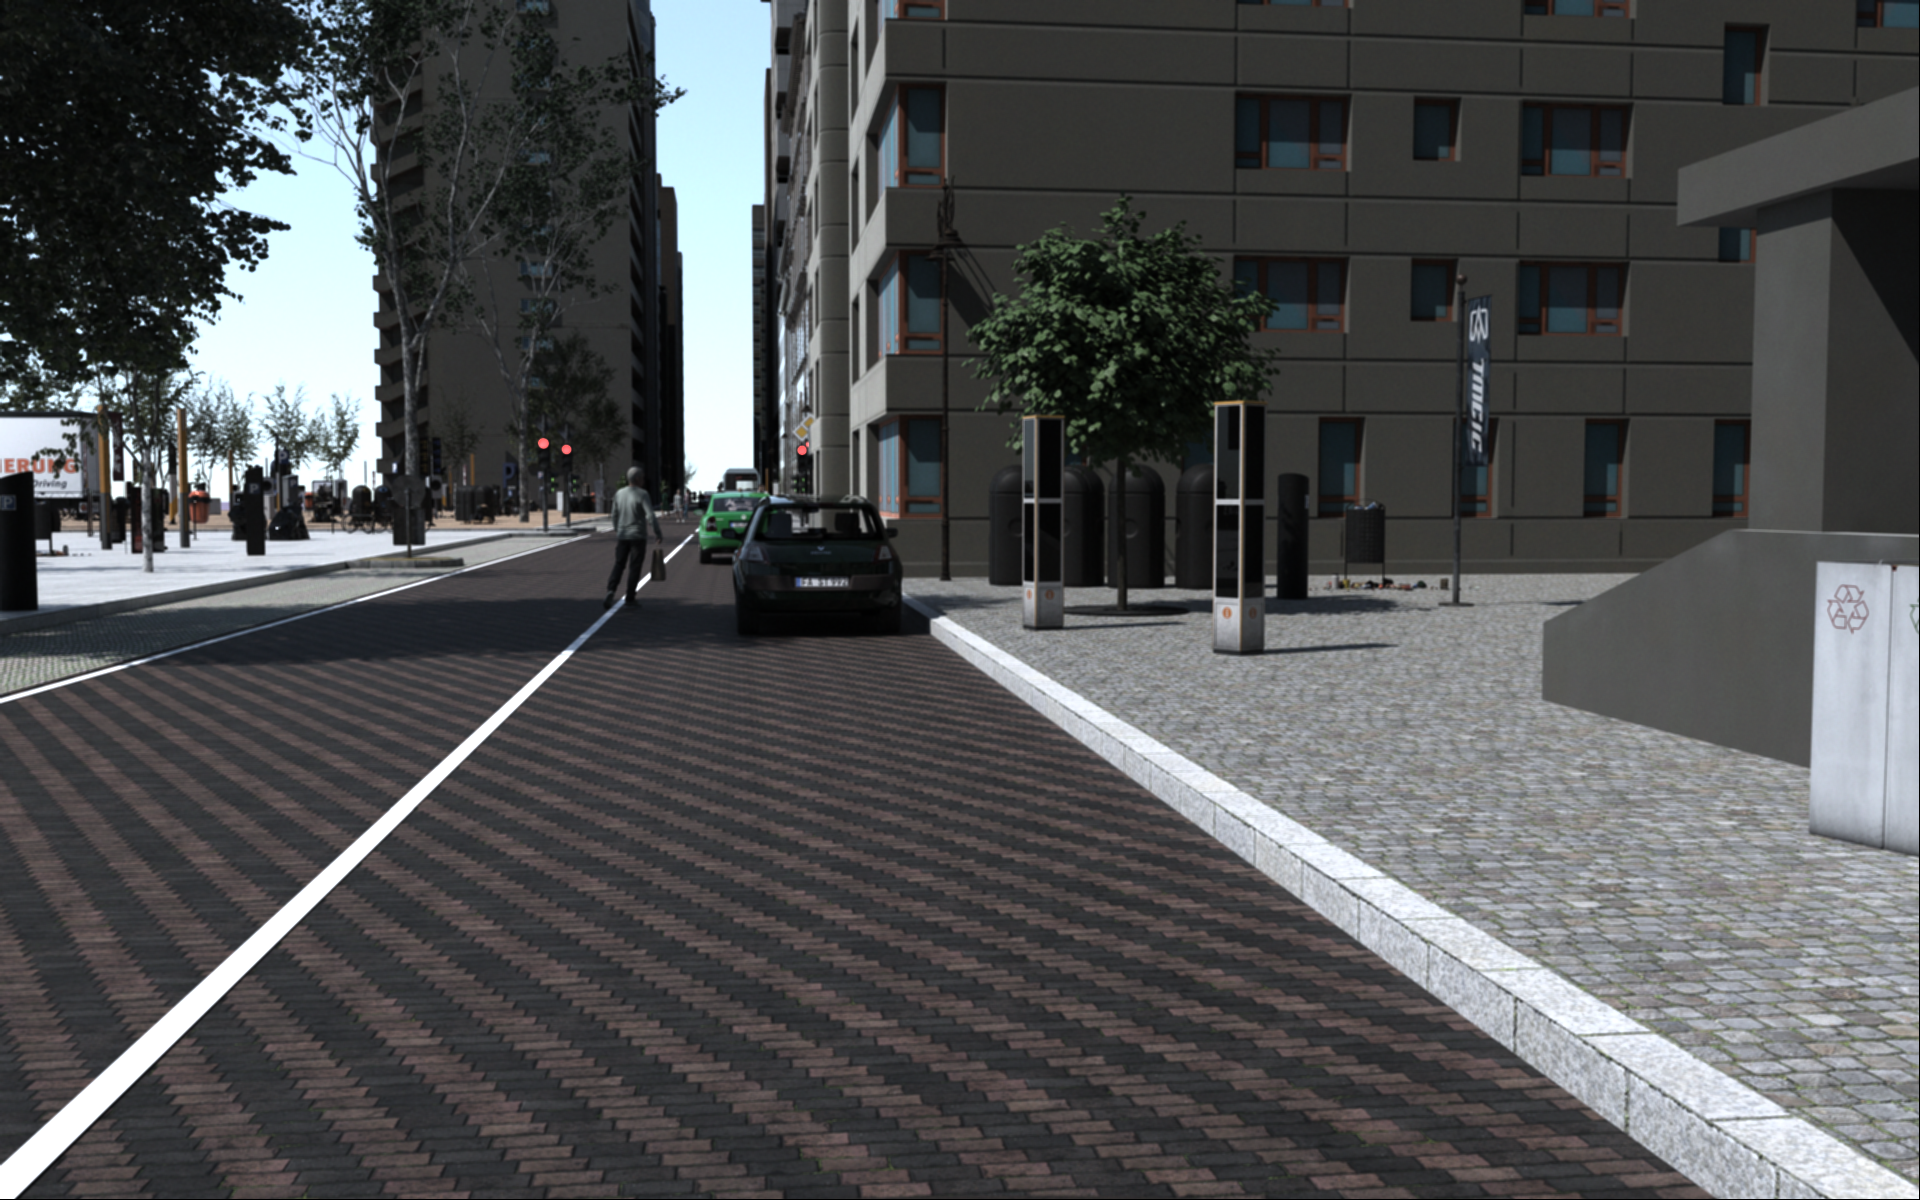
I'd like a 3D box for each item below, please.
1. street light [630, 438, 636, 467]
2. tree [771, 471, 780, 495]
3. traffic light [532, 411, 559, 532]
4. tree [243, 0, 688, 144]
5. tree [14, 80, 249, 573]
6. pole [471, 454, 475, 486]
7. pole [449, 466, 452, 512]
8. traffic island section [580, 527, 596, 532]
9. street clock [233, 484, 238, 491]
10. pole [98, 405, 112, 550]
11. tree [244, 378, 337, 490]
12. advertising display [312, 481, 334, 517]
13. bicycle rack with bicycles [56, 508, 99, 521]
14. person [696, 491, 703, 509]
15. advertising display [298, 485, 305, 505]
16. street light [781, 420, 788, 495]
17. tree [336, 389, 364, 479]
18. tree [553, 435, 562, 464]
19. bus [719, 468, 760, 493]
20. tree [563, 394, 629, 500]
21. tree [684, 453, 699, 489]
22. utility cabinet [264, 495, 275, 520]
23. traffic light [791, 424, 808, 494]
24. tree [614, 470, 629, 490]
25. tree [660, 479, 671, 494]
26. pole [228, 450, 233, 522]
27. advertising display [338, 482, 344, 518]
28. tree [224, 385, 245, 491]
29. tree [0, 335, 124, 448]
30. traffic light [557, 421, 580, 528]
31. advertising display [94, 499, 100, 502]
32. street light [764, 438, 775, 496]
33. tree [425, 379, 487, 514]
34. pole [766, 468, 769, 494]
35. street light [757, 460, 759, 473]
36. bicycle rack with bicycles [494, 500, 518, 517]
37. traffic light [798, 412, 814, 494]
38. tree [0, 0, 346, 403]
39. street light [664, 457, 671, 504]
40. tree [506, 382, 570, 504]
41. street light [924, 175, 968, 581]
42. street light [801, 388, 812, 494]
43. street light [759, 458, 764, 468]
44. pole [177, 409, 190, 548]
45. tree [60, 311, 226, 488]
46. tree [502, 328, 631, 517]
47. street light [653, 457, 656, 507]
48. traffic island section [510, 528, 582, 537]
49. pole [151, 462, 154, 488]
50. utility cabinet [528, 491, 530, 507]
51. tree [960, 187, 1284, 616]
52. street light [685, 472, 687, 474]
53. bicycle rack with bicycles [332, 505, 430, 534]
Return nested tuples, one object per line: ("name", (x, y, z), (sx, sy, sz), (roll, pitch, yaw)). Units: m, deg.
("street light", (-26.976, -10.403, 142.879), (0.468, 5.910, 1.993), (0, 4, -7))
("tree", (-15.107, -9.176, 144.632), (1.663, 3.219, 1.824), (0, 3, 0))
("traffic light", (-13.985, -4.250, 58.416), (0.839, 4.253, 0.868), (0, 4, -7))
("tree", (-14.622, -11.810, 48.978), (12.611, 20.169, 13.585), (0, 3, 0))
("tree", (-13.485, -4.767, 28.302), (4.360, 8.622, 3.978), (0, 3, 0))
("pole", (-24.769, -5.764, 88.080), (0.158, 3.312, 0.155), (0, 3, 0))
("pole", (-36.770, -8.024, 125.036), (0.158, 3.312, 0.155), (0, 3, 0))
("traffic island section", (-15.051, -2.702, 66.465), (2.009, 0.180, 2.903), (0, 4, -7))
("street clock", (-54.319, -7.662, 129.845), (0.471, 2.002, 0.358), (0, 4, -4))
("pole", (-19.718, -2.819, 39.933), (0.158, 3.312, 0.155), (0, 3, 0))
("tree", (-42.649, -9.794, 110.493), (4.737, 8.622, 4.395), (0, 3, 0))
("advertising display", (-30.298, -4.720, 82.384), (0.974, 1.923, 0.123), (0, 4, -2))
("bicycle rack with bicycles", (-43.114, -4.303, 83.730), (2.925, 0.926, 2.852), (-1, 4, -19))
("person", (-25.809, -9.930, 171.382), (0.750, 1.759, 0.617), (-2, 4, -34))
("advertising display", (-48.945, -7.517, 128.120), (0.974, 1.923, 0.123), (-2, 4, -25))
("street light", (-10.937, -8.273, 108.054), (0.468, 5.910, 1.993), (0, 4, -7))
("tree", (-43.527, -10.442, 121.082), (4.737, 8.622, 4.395), (0, 3, 0))
("tree", (-29.407, -11.255, 134.375), (4.360, 8.622, 3.978), (0, 3, 0))
("bus", (-16.383, -8.192, 128.799), (2.948, 3.499, 13.247), (-1, 4, -8))
("tree", (-25.442, -10.535, 122.615), (4.360, 8.622, 3.978), (0, 3, 0))
("tree", (-47.368, -21.234, 297.532), (4.360, 8.622, 3.978), (0, 3, 0))
("utility cabinet", (-34.765, -4.631, 86.882), (1.020, 1.237, 0.306), (3, 5, 40))
("traffic light", (-6.175, -4.806, 67.491), (0.839, 4.253, 0.868), (0, 4, -7))
("tree", (-27.297, -8.910, 140.286), (1.663, 3.219, 1.824), (0, 3, 0))
("tree", (-36.687, -13.467, 214.792), (1.663, 3.219, 1.824), (0, 3, 0))
("pole", (-33.392, -5.228, 79.326), (0.158, 3.312, 0.155), (0, 3, 0))
("advertising display", (-33.343, -5.388, 93.313), (0.123, 1.923, 0.974), (-1, 4, -11))
("tree", (-48.754, -10.177, 116.748), (4.737, 8.622, 4.395), (0, 3, 0))
("tree", (-40.190, -7.689, 76.077), (4.737, 8.622, 4.395), (0, 3, 0))
("traffic light", (-15.010, -4.735, 66.335), (0.839, 4.253, 0.868), (0, 4, -7))
("advertising display", (-63.110, -7.426, 126.629), (0.123, 1.923, 0.974), (0, 4, 2))
("street light", (-16.439, -10.810, 149.533), (0.468, 5.910, 1.993), (0, 4, -7))
("tree", (-32.451, -9.837, 111.190), (4.360, 8.622, 3.978), (0, 3, 0))
("pole", (-15.284, -8.783, 137.444), (0.158, 3.312, 0.155), (0, 3, 0))
("street light", (-25.075, -14.960, 217.381), (0.468, 5.910, 1.993), (0, 4, -7))
("bicycle rack with bicycles", (-26.636, -5.184, 98.135), (2.852, 0.926, 2.925), (-2, 4, -34))
("traffic light", (-5.149, -4.321, 59.572), (0.839, 4.253, 0.868), (0, 4, -7))
("tree", (-10.522, -6.684, 15.938), (9.857, 13.997, 8.962), (0, 3, 0))
("street light", (-35.898, -14.581, 211.184), (0.468, 5.910, 1.993), (0, 4, -7))
("tree", (-26.940, -9.880, 111.902), (4.737, 8.622, 4.395), (0, 3, 0))
("street light", (-0.214, -3.224, 25.494), (0.468, 5.910, 1.993), (0, 4, -7))
("street light", (-6.561, -6.188, 73.969), (0.468, 5.910, 1.993), (0, 4, -7))
("street light", (-20.704, -12.871, 183.224), (0.468, 5.910, 1.993), (0, 4, -7))
("pole", (-18.596, -2.913, 41.469), (0.158, 3.312, 0.155), (0, 3, 0))
("tree", (-31.439, -7.127, 66.890), (4.737, 8.622, 4.395), (0, 3, 0))
("tree", (-21.717, -9.894, 96.174), (7.601, 10.594, 8.767), (-3, 5, -42))
("street light", (-31.290, -12.463, 176.564), (0.468, 5.910, 1.993), (0, 4, -7))
("traffic island section", (-14.026, -2.218, 58.546), (2.009, 0.180, 2.903), (0, 4, -7))
("pole", (-51.412, -7.122, 110.287), (0.158, 3.312, 0.155), (0, 3, 0))
("utility cabinet", (-35.179, -7.986, 139.257), (1.173, 1.500, 0.318), (1, 4, 16))
("tree", (1.734, -2.145, 18.791), (4.285, 4.588, 4.351), (0, 3, 0))
("street light", (-46.458, -19.624, 293.638), (0.468, 5.910, 1.993), (0, 4, -7))
("bicycle rack with bicycles", (-19.256, -2.654, 56.767), (2.925, 0.926, 2.852), (2, 4, 27))
